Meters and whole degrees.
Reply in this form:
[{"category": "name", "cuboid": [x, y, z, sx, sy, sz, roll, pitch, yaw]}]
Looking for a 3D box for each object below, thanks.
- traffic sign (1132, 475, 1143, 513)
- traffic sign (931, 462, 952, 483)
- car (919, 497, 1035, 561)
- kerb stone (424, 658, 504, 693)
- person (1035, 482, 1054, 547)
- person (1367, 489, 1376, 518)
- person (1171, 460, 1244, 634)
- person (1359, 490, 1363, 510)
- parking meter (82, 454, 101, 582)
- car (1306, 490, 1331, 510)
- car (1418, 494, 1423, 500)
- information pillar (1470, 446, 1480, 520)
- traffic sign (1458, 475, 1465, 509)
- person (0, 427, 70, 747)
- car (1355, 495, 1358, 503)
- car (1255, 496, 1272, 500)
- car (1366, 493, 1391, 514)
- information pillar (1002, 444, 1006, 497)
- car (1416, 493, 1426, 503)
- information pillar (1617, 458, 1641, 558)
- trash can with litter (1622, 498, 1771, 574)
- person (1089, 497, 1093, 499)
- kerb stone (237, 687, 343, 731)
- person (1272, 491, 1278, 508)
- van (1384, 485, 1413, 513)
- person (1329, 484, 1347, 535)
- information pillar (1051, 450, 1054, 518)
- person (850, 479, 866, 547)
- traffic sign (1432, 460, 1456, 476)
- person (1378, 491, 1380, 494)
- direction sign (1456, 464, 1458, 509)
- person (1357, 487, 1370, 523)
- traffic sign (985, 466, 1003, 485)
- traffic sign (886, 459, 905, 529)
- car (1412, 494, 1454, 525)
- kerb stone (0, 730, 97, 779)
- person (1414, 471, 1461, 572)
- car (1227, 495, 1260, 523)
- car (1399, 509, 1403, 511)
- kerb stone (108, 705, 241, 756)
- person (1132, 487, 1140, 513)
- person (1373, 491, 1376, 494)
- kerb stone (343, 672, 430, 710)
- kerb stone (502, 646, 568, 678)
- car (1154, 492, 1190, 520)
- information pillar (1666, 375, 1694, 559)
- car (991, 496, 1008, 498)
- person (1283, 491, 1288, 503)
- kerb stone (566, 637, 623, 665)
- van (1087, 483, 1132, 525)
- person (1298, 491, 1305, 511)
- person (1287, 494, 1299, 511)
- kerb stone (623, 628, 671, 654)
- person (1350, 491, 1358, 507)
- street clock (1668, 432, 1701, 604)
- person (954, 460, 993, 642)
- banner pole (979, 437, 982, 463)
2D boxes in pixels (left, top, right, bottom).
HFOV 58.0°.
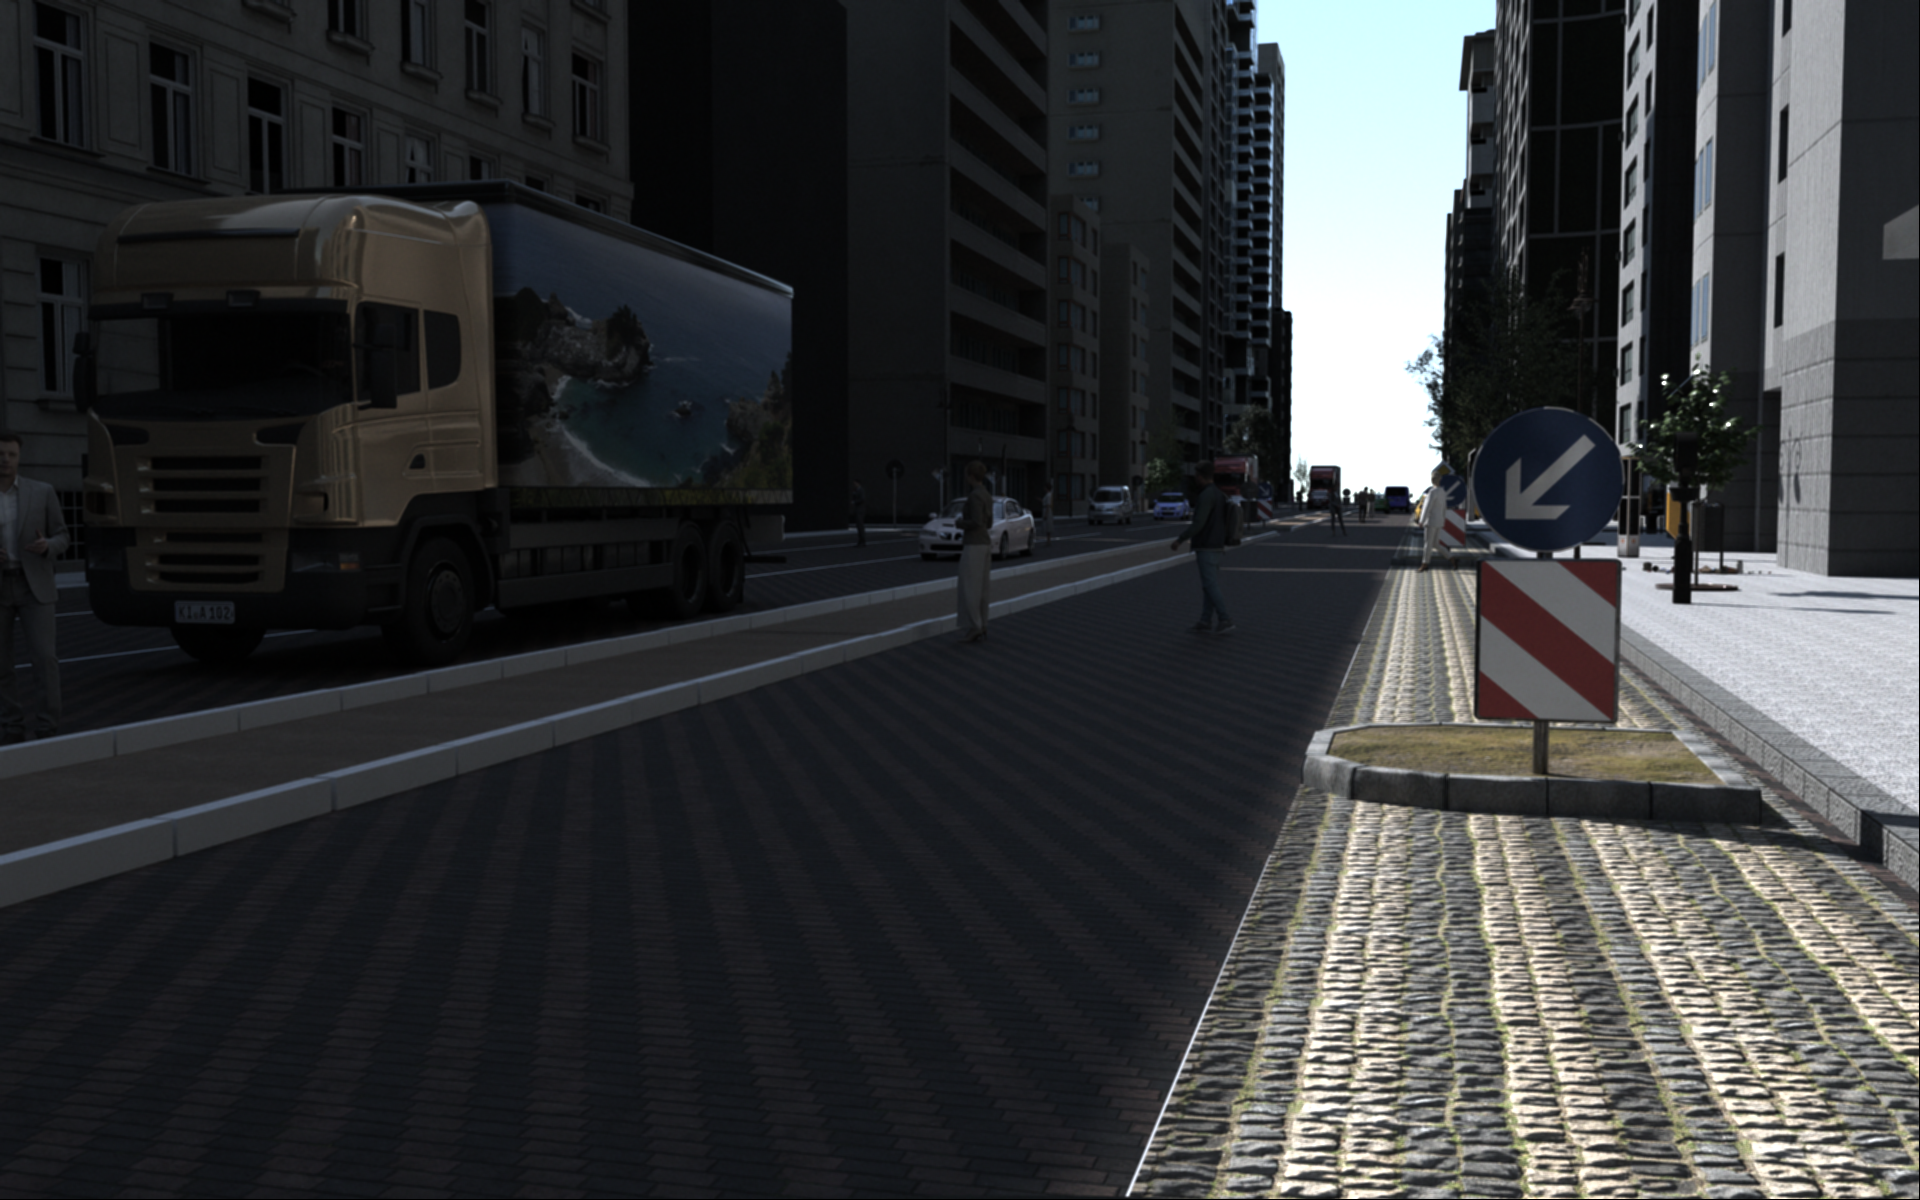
[{"category": "traffic sign", "cuboid": [11.971, -7.156, 117.106, 0.768, 2.556, 0.104, 2, 4, 23]}, {"category": "traffic sign", "cuboid": [-0.682, -3.715, 62.934, 0.795, 2.593, 0.064, 1, 4, 15]}, {"category": "car", "cuboid": [0.446, -1.628, 38.974, 2.083, 1.381, 4.827, 1, 4, 14]}, {"category": "kerb stone", "cuboid": [-3.722, 0.570, 12.884, 0.120, 0.150, 1.000, 1, 4, 15]}, {"category": "person", "cuboid": [2.307, -2.338, 47.290, 0.524, 1.755, 0.480, 0, 4, 5]}, {"category": "person", "cuboid": [24.244, -5.691, 102.091, 0.519, 1.759, 0.362, 1, 4, 20]}, {"category": "person", "cuboid": [2.568, -0.554, 17.906, 0.721, 1.781, 0.623, 1, 4, 15]}, {"category": "person", "cuboid": [35.570, -8.836, 153.528, 0.434, 1.755, 0.990, -1, 4, -15]}, {"category": "parking meter", "cuboid": [-12.619, -1.199, 25.311, 0.255, 1.863, 0.399, -1, 4, -9]}, {"category": "car", "cuboid": [33.301, -9.288, 160.528, 2.281, 1.827, 5.304, 1, 4, 15]}, {"category": "car", "cuboid": [52.449, -11.351, 194.391, 1.959, 1.807, 4.718, 1, 4, 16]}, {"category": "information pillar", "cuboid": [25.183, -5.708, 84.686, 0.504, 3.616, 0.183, 2, 4, 31]}, {"category": "traffic sign", "cuboid": [32.968, -6.988, 114.357, 0.768, 2.556, 0.104, 1, 4, 22]}, {"category": "person", "cuboid": [-5.230, -0.052, 9.548, 0.606, 1.804, 0.583, -2, 4, -30]}, {"category": "car", "cuboid": [67.746, -17.203, 293.059, 2.131, 1.459, 4.920, 1, 4, 17]}, {"category": "car", "cuboid": [26.459, -8.735, 152.404, 1.945, 1.707, 3.694, 1, 4, 14]}, {"category": "car", "cuboid": [29.991, -7.080, 124.555, 1.959, 1.807, 4.718, 1, 4, 16]}, {"category": "information pillar", "cuboid": [2.047, -5.430, 80.128, 0.183, 3.616, 0.504, 1, 4, 13]}, {"category": "car", "cuboid": [26.229, -5.277, 95.862, 1.945, 1.707, 3.694, 1, 4, 13]}, {"category": "information pillar", "cuboid": [13.523, -1.865, 34.987, 0.304, 2.012, 0.304, -1, 4, -19]}, {"category": "trash can with litter", "cuboid": [11.945, -1.062, 28.423, 1.678, 1.210, 2.233, -3, 4, -38]}, {"category": "person", "cuboid": [7.861, -5.735, 101.615, 0.589, 1.601, 0.330, 1, 4, 11]}, {"category": "kerb stone", "cuboid": [-4.254, 0.691, 10.903, 0.120, 0.150, 1.000, 1, 4, 15]}, {"category": "person", "cuboid": [31.988, -10.190, 175.912, 0.742, 1.727, 0.445, -2, 4, -35]}, {"category": "van", "cuboid": [34.309, -8.043, 135.892, 2.240, 2.365, 5.245, 1, 4, 16]}, {"category": "person", "cuboid": [13.101, -3.135, 60.028, 0.520, 1.790, 0.573, -3, 4, -36]}, {"category": "information pillar", "cuboid": [4.857, -6.113, 91.309, 0.183, 3.616, 0.504, 0, 4, 4]}, {"category": "person", "cuboid": [-2.770, -2.361, 46.911, 0.447, 1.846, 0.655, -1, 4, -14]}, {"category": "traffic sign", "cuboid": [16.317, -3.438, 58.405, 0.795, 2.593, 0.064, 1, 4, 15]}, {"category": "person", "cuboid": [43.315, -10.392, 179.125, 1.217, 1.743, 0.721, 1, 4, 12]}, {"category": "direction sign", "cuboid": [37.147, -8.416, 129.593, 0.379, 3.537, 0.876, 0, 4, 8]}, {"category": "person", "cuboid": [19.872, -4.690, 85.371, 0.592, 1.802, 0.473, 3, 4, 37]}, {"category": "traffic sign", "cuboid": [1.372, -4.187, 70.651, 0.795, 2.593, 0.064, 1, 4, 15]}, {"category": "traffic sign", "cuboid": [-2.379, -3.856, 63.159, 0.768, 2.556, 0.104, 1, 4, 23]}, {"category": "car", "cuboid": [22.482, -4.391, 82.021, 2.015, 1.641, 3.980, 1, 4, 13]}, {"category": "kerb stone", "cuboid": [-4.776, 0.812, 8.923, 0.120, 0.150, 1.000, 1, 4, 15]}, {"category": "person", "cuboid": [8.678, -1.411, 31.442, 0.818, 1.842, 0.514, 1, 4, 20]}, {"category": "car", "cuboid": [14.291, -4.647, 88.340, 2.083, 1.381, 4.827, 1, 4, 13]}, {"category": "car", "cuboid": [37.042, -8.443, 148.260, 2.015, 1.641, 3.980, 1, 4, 16]}, {"category": "kerb stone", "cuboid": [-4.513, 0.751, 9.914, 0.120, 0.150, 1.000, 1, 4, 15]}, {"category": "person", "cuboid": [11.998, -6.857, 118.511, 0.624, 1.780, 0.694, 1, 4, 20]}, {"category": "person", "cuboid": [46.512, -11.379, 194.486, 1.348, 1.831, 0.705, 1, 4, 21]}, {"category": "kerb stone", "cuboid": [-3.990, 0.636, 11.892, 0.120, 0.150, 1.000, 1, 4, 15]}, {"category": "kerb stone", "cuboid": [-3.457, 0.509, 13.879, 0.120, 0.150, 1.000, 1, 4, 15]}, {"category": "car", "cuboid": [11.767, -5.296, 96.177, 1.945, 1.707, 3.694, 1, 4, 14]}, {"category": "information pillar", "cuboid": [14.175, -2.613, 34.079, 0.504, 3.616, 0.183, -1, 4, -10]}, {"category": "car", "cuboid": [0.802, -2.597, 54.825, 2.083, 1.381, 4.827, 1, 4, 13]}, {"category": "person", "cuboid": [46.505, -14.746, 247.667, 0.750, 1.759, 0.617, -3, 5, -42]}, {"category": "kerb stone", "cuboid": [-3.191, 0.448, 14.869, 0.120, 0.150, 1.000, 1, 4, 15]}, {"category": "van", "cuboid": [7.114, -4.584, 81.959, 2.013, 2.044, 4.112, 1, 4, 13]}, {"category": "person", "cuboid": [29.329, -8.529, 148.669, 0.721, 1.735, 1.217, -1, 4, -15]}, {"category": "person", "cuboid": [27.612, -8.060, 143.509, 0.991, 1.433, 0.599, 1, 4, 13]}, {"category": "kerb stone", "cuboid": [-2.934, 0.394, 15.859, 0.120, 0.150, 1.000, 1, 4, 15]}, {"category": "person", "cuboid": [44.673, -11.436, 195.558, 1.350, 1.814, 0.705, 0, 4, -4]}, {"category": "street clock", "cuboid": [8.467, -0.960, 20.260, 0.358, 2.002, 0.471, 1, 4, 17]}, {"category": "person", "cuboid": [0.122, -0.483, 16.938, 0.362, 1.759, 0.519, 1, 4, 19]}, {"category": "banner pole", "cuboid": [0.890, -5.234, 75.591, 0.401, 3.779, 0.863, 0, 4, 4]}]
